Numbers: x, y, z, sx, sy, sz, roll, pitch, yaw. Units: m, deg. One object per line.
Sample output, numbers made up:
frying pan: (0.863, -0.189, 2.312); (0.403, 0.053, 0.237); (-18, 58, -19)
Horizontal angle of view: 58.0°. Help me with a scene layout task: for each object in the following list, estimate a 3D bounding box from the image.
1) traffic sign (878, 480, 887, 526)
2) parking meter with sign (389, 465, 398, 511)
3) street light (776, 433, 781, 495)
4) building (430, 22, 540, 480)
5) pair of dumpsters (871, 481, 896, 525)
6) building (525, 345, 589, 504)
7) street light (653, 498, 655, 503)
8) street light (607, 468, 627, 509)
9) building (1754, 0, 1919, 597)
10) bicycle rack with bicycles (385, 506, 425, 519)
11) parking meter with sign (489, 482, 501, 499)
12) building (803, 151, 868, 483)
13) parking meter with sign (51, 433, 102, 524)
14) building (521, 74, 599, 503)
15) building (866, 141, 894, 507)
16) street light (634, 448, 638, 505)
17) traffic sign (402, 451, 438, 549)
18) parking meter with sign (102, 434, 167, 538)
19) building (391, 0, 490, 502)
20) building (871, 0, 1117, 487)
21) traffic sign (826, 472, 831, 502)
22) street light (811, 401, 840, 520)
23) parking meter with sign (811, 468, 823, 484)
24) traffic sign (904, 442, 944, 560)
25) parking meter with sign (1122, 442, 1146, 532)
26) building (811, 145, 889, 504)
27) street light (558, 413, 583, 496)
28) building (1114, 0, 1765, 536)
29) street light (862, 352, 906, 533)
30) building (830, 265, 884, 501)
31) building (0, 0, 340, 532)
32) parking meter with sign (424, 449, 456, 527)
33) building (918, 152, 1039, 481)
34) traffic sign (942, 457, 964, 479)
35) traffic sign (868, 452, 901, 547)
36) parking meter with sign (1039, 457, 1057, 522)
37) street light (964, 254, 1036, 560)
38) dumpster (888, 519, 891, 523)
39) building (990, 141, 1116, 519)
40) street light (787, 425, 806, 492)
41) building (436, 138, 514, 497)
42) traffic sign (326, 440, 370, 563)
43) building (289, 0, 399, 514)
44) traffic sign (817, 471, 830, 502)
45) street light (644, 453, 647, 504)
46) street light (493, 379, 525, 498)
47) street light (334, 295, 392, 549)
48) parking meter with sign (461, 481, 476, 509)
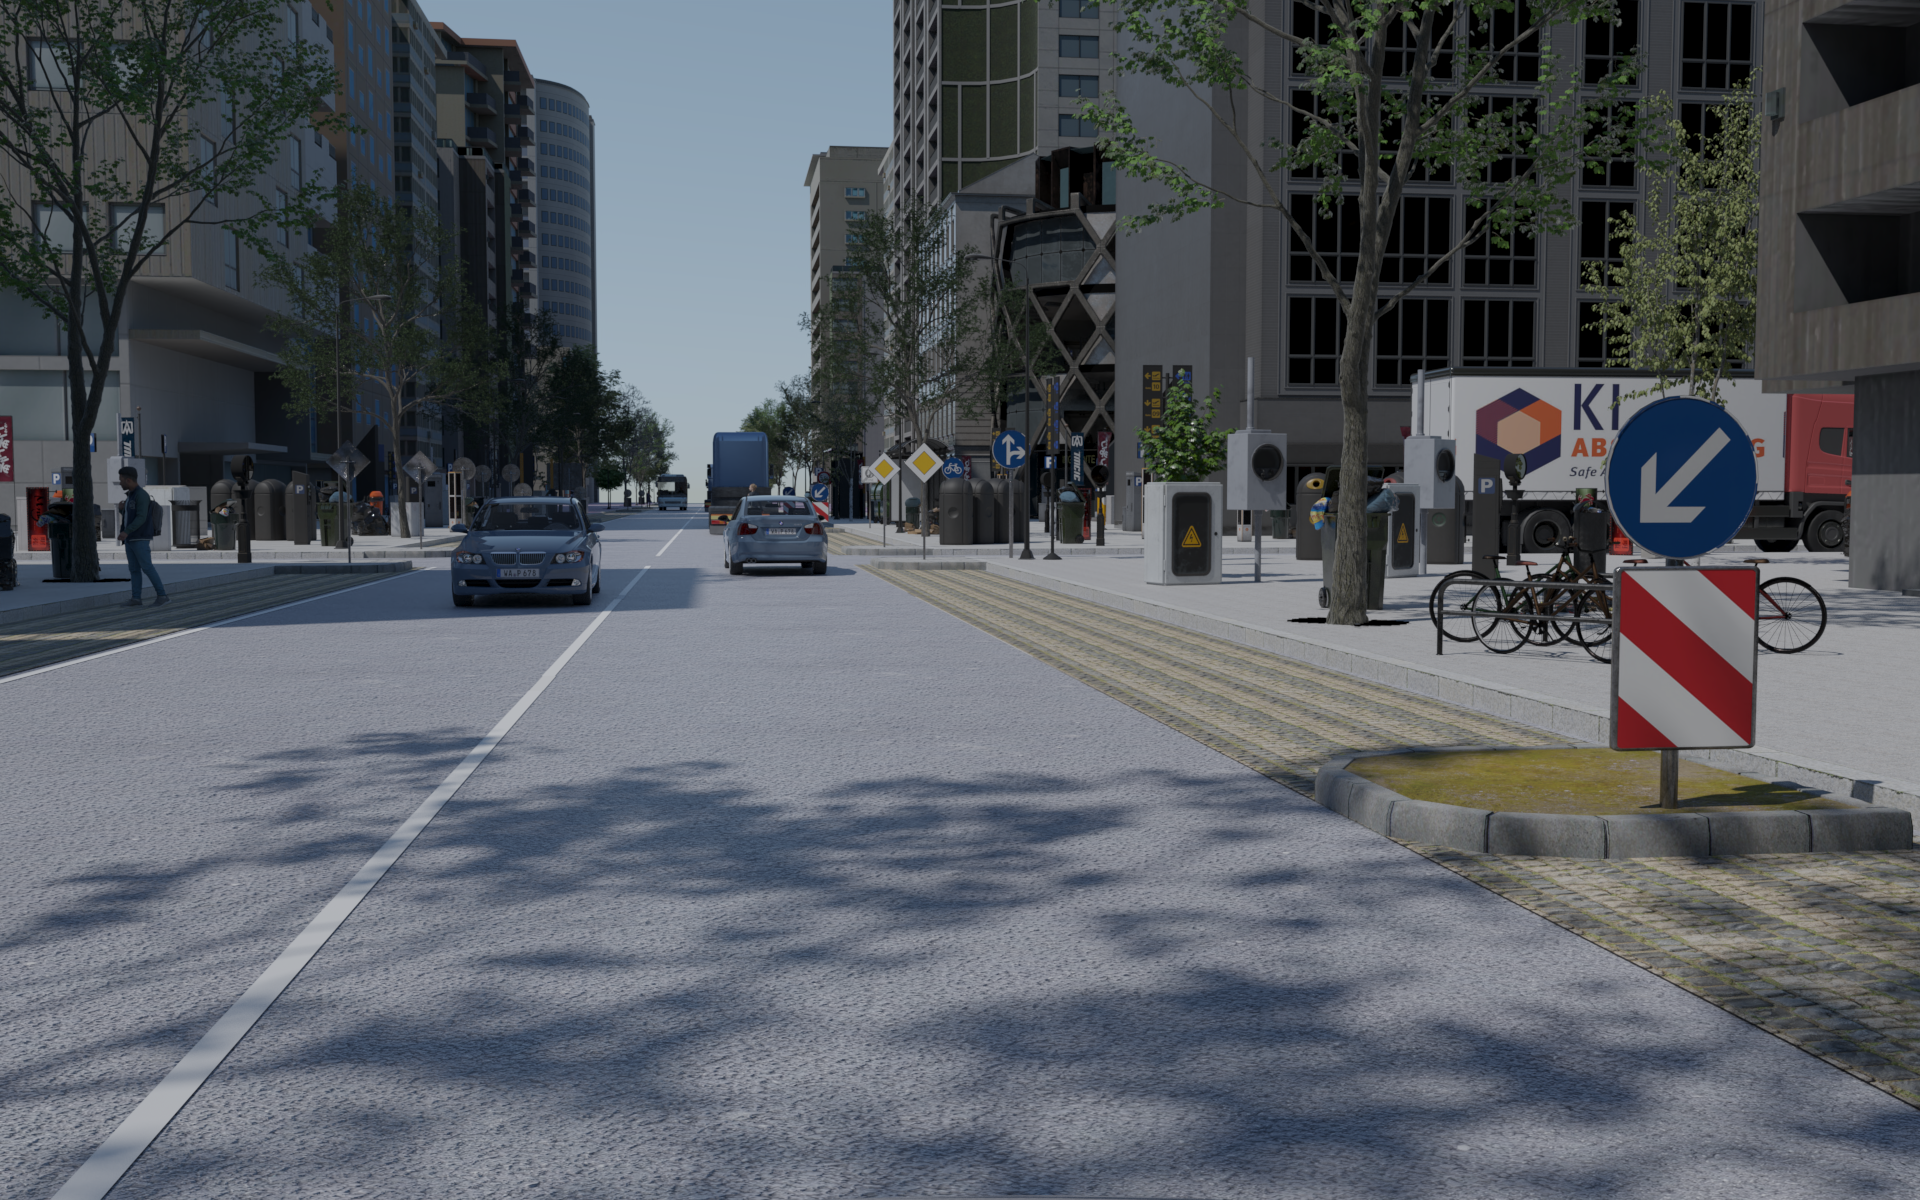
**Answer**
traffic sign: (-2.964, -4.226, 69.093); (0.884, 2.594, 0.081); (0, 4, -1)
parking meter with sign: (-30.914, -6.023, 94.729); (0.543, 3.016, 1.738); (-2, 4, -28)
street light: (-13.344, -9.799, 132.756); (1.470, 5.913, 1.316); (0, 4, -8)
building: (-51.987, -31.136, 163.697); (22.147, 44.769, 28.867); (0, 4, -8)
pair of dumpsters: (-2.847, -4.326, 73.226); (1.574, 2.255, 4.437); (-1, 4, -8)
building: (-61.564, -22.712, 216.381); (27.650, 21.520, 28.899); (0, 4, -8)
street light: (-40.641, -15.584, 227.346); (1.470, 5.913, 1.316); (0, 4, -8)
street light: (-28.976, -10.570, 145.356); (1.470, 5.913, 1.316); (0, 4, -8)
building: (17.863, -15.227, 20.665); (14.160, 30.474, 14.107); (0, 4, -8)
bicycle rack with bicycles: (-27.923, -4.538, 87.584); (2.925, 0.926, 2.852); (-1, 4, -12)
parking meter with sign: (-30.299, -7.134, 112.901); (0.543, 3.016, 1.738); (2, 4, 27)
building: (-8.512, -41.189, 262.681); (28.713, 52.752, 27.495); (0, 4, -8)
parking meter with sign: (-25.218, -3.215, 48.827); (0.543, 3.016, 1.738); (1, 4, 20)
building: (-62.743, -42.928, 243.873); (21.231, 58.520, 28.212); (0, 4, -8)
building: (5.144, -29.542, 174.885); (32.217, 40.220, 23.993); (0, 4, -8)
street light: (-33.200, -12.392, 175.155); (1.470, 5.913, 1.316); (0, 4, -8)
traffic sign: (-12.514, -2.234, 40.175); (0.795, 2.450, 0.064); (0, 4, -8)
parking meter with sign: (-24.032, -3.310, 50.381); (1.738, 3.016, 0.543); (-1, 4, -19)
building: (-50.446, -26.328, 122.343); (32.217, 40.220, 23.993); (0, 4, -8)
building: (3.216, -43.547, 150.249); (20.563, 71.187, 20.611); (0, 4, -8)
traffic sign: (-7.748, -6.149, 100.634); (0.768, 2.556, 0.104); (0, 4, -6)
street light: (-6.714, -6.967, 86.455); (1.470, 5.913, 1.316); (0, 4, -8)
parking meter with sign: (-9.451, -7.158, 113.286); (0.543, 3.016, 1.738); (1, 4, 10)
traffic sign: (-0.700, -1.842, 33.763); (0.795, 2.450, 0.064); (0, 4, -8)
parking meter with sign: (5.995, -3.842, 59.081); (0.543, 3.016, 1.738); (-1, 4, -16)
building: (-9.146, -37.570, 237.972); (21.300, 48.544, 21.600); (0, 4, -8)
street light: (-22.445, -7.756, 99.353); (1.470, 5.913, 1.316); (0, 4, -8)
building: (18.533, -16.230, 58.872); (24.014, 27.812, 14.314); (0, 4, -8)
street light: (-2.497, -5.147, 56.700); (1.470, 5.913, 1.316); (0, 4, -8)
building: (-9.633, -27.425, 220.098); (14.160, 30.474, 14.107); (0, 4, -8)
building: (-41.234, -29.331, 68.807); (28.713, 52.752, 27.495); (0, 4, -8)
parking meter with sign: (-20.294, -4.310, 66.725); (1.738, 3.016, 0.543); (-1, 4, -15)
building: (3.036, -15.905, 109.203); (9.793, 20.994, 18.267); (0, 4, -8)
traffic sign: (-0.240, -3.668, 60.078); (0.768, 2.556, 0.104); (0, 4, 1)
traffic sign: (-1.824, -2.326, 41.669); (0.795, 2.450, 0.064); (0, 4, -8)
parking meter with sign: (4.003, -5.107, 79.768); (0.543, 3.016, 1.738); (1, 4, 15)
street light: (0.776, -3.742, 33.720); (1.470, 5.913, 1.316); (0, 4, -8)
dumpster: (-2.825, -4.570, 77.219); (1.502, 2.255, 1.985); (0, 4, -8)
building: (9.831, -13.733, 91.987); (16.820, 18.784, 16.811); (0, 4, -8)
street light: (-10.880, -8.768, 115.901); (1.470, 5.913, 1.316); (0, 4, -8)
building: (-44.921, -22.717, 143.122); (14.160, 30.474, 14.107); (0, 4, -8)
traffic sign: (-11.390, -1.751, 32.270); (0.795, 2.450, 0.064); (0, 4, -8)
building: (-40.534, -27.407, 98.215); (14.600, 45.320, 14.200); (0, 4, -8)
traffic sign: (-7.507, -5.845, 95.669); (0.768, 2.556, 0.104); (0, 4, 0)
street light: (-36.428, -13.784, 197.907); (1.470, 5.913, 1.316); (0, 4, -8)
street light: (-18.235, -5.956, 69.914); (1.470, 5.913, 1.316); (0, 4, -8)
street light: (-13.945, -4.156, 40.486); (1.470, 5.913, 1.316); (0, 4, -8)
parking meter with sign: (-28.131, -6.224, 98.029); (1.738, 3.016, 0.543); (1, 4, 15)
